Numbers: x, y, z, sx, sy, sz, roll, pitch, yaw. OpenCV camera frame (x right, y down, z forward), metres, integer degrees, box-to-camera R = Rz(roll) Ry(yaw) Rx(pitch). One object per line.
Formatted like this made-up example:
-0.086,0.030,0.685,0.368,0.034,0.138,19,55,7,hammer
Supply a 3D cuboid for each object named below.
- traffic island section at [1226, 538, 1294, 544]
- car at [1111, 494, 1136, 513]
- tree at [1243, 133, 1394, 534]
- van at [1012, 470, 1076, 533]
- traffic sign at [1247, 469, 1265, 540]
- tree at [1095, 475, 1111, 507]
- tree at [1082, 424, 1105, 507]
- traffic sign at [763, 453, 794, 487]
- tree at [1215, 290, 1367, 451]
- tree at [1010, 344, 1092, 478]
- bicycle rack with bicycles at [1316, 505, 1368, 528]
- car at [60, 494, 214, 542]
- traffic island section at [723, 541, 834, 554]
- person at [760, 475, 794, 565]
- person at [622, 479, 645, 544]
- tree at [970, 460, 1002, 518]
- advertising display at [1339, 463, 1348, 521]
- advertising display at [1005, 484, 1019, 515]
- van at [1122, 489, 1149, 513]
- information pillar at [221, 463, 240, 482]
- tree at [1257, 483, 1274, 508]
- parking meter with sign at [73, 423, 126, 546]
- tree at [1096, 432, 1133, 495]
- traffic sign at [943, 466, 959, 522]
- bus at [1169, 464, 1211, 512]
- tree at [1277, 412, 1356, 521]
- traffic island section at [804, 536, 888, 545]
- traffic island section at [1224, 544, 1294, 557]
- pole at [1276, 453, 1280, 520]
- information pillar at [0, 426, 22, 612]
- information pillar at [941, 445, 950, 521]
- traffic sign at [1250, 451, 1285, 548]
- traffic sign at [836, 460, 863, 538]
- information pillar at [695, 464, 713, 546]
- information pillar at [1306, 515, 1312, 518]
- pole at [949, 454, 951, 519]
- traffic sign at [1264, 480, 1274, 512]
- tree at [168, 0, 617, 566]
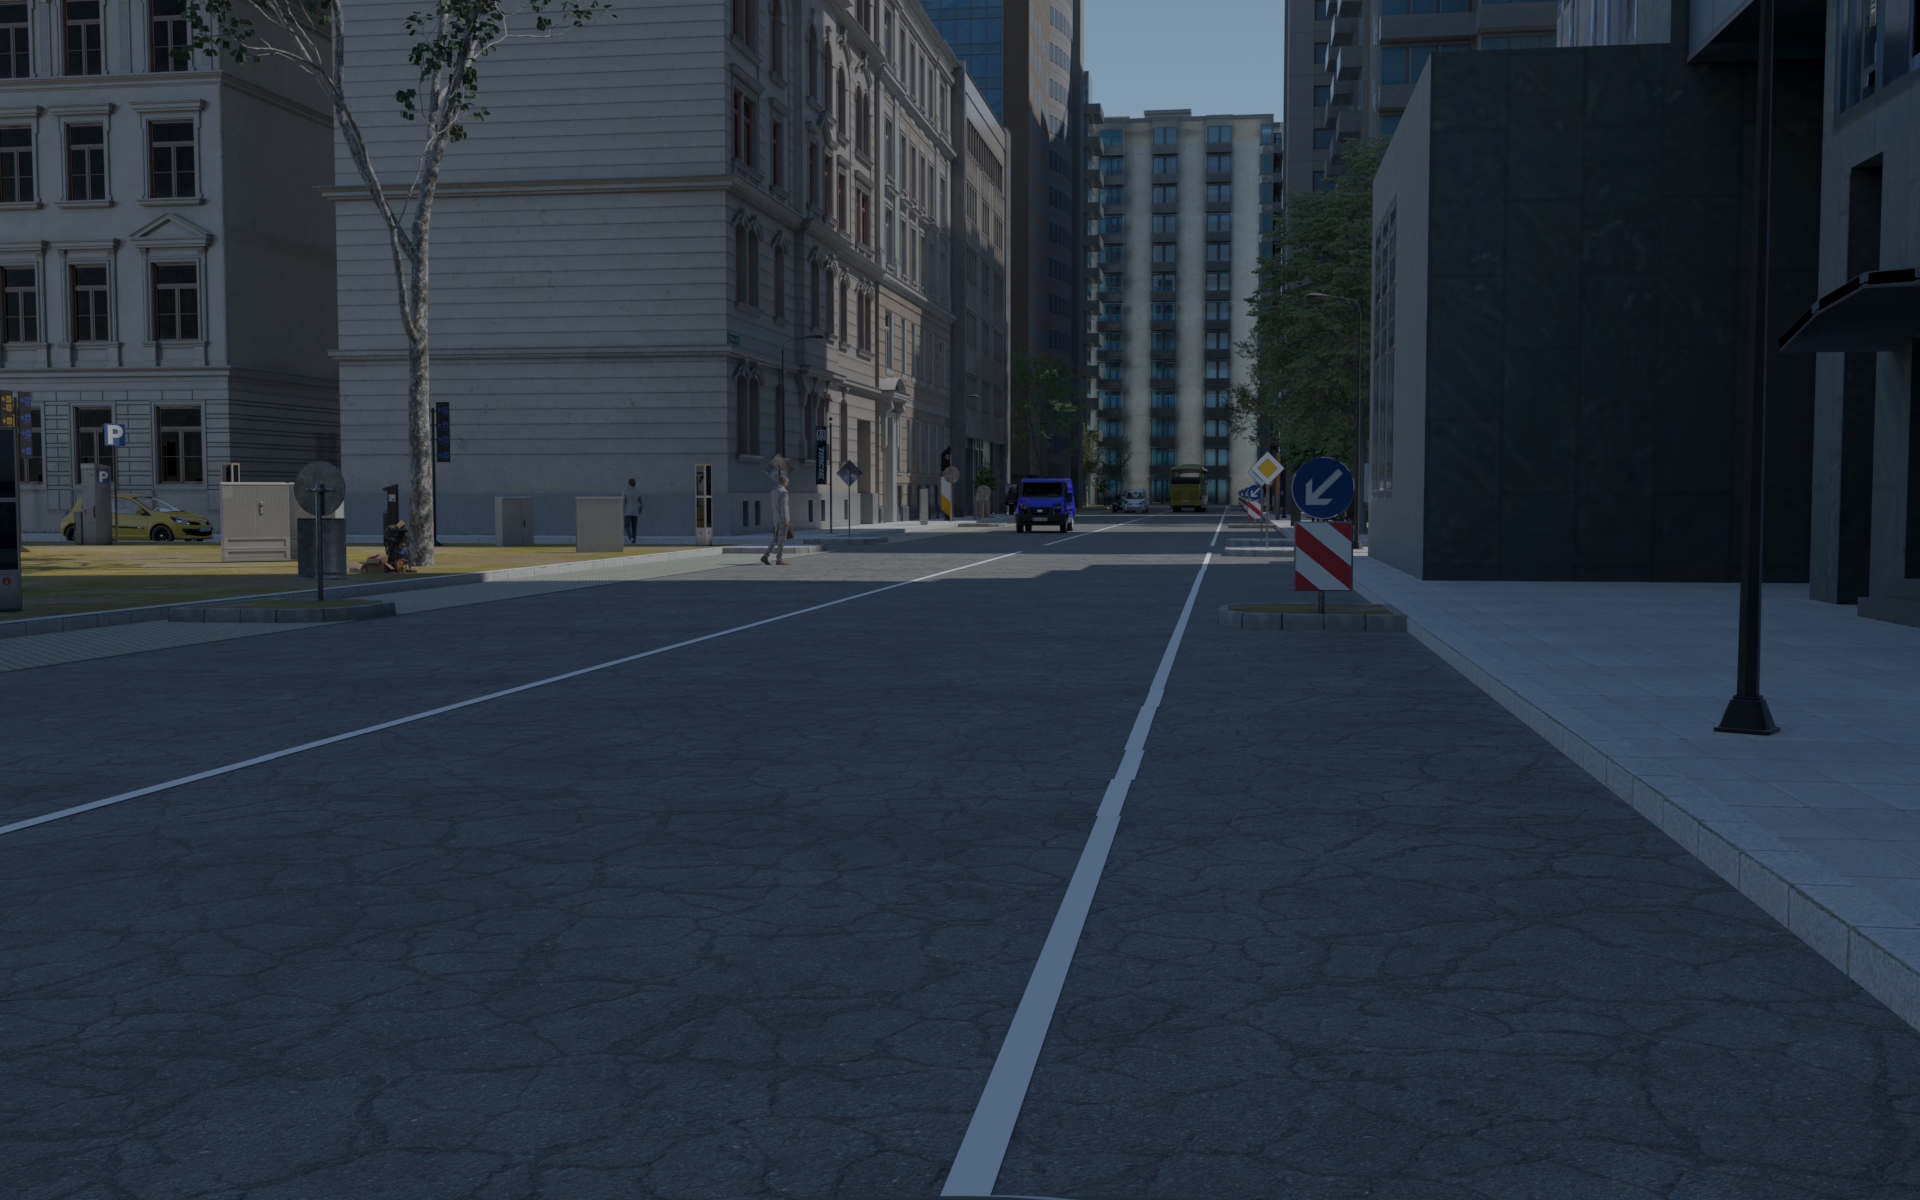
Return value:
8.496,-1.618,48.741,2.009,0.180,2.903,1,4,9,traffic island section
12.798,-7.658,134.994,2.009,1.686,4.222,1,4,8,car
12.693,-8.367,54.925,7.486,12.596,7.792,0,3,0,tree
3.236,-3.729,65.353,2.240,2.365,5.245,0,4,8,van
8.471,-2.754,48.667,0.795,2.450,0.064,1,4,9,traffic sign
14.672,-11.173,177.282,1.663,3.219,1.824,0,3,0,tree
12.470,-13.514,171.312,4.737,8.622,4.395,0,3,0,tree
-4.466,-2.385,42.630,0.795,2.450,0.064,1,4,9,traffic sign
15.269,-8.893,79.819,7.601,10.594,8.767,-1,4,-17,tree
5.591,-11.918,120.615,9.928,11.665,9.643,0,3,0,tree
13.395,-2.773,58.727,2.925,0.926,2.852,0,4,4,bicycle rack with bicycles
-22.968,-2.337,48.440,3.980,1.641,2.015,0,4,8,car
-4.490,-1.249,42.695,2.009,0.180,2.903,1,4,9,traffic island section
-3.615,-1.614,35.005,0.853,1.813,0.709,-3,4,-39,person
-8.640,-2.287,45.745,0.661,1.843,0.795,-2,4,-27,person
1.261,-6.055,93.608,1.663,3.219,1.824,0,3,0,tree
8.067,-1.911,36.466,0.123,1.923,0.974,1,4,15,advertising display
3.158,-6.167,106.050,0.974,1.923,0.123,3,4,38,advertising display
13.161,-7.491,129.481,2.013,2.044,4.112,1,4,10,van
-17.399,-2.254,41.339,0.304,2.012,0.304,1,4,10,information pillar
29.852,-10.872,172.364,1.663,3.219,1.824,0,3,0,tree
-21.651,-2.886,43.452,1.738,3.016,0.543,2,4,34,parking meter with sign
18.194,-15.388,201.948,4.360,8.622,3.978,0,3,0,tree
-0.404,-4.852,79.439,0.768,2.556,0.104,1,4,16,traffic sign
18.648,-9.112,140.534,2.896,3.916,12.252,1,4,11,bus
13.561,-4.972,65.005,4.285,4.588,4.351,0,3,0,tree
-3.252,-1.731,50.584,2.009,0.180,2.903,1,4,9,traffic island section
7.257,-1.136,40.852,2.009,0.180,2.903,1,4,9,traffic island section
15.759,-5.627,85.838,0.158,3.312,0.155,0,3,0,pole
-10.467,-0.881,18.897,0.304,2.012,0.304,-3,5,-44,information pillar
-0.679,-5.625,83.317,0.504,3.616,0.183,-2,4,-29,information pillar
7.232,-2.271,40.779,0.795,2.450,0.064,1,4,9,traffic sign
-3.227,-2.867,50.518,0.795,2.450,0.064,1,4,9,traffic sign
-6.286,-2.325,42.501,0.304,2.012,0.304,2,4,27,information pillar
18.517,-5.335,91.714,0.304,2.012,0.304,1,4,15,information pillar
-0.536,-5.793,88.558,0.158,3.312,0.155,0,3,0,pole
21.602,-7.409,121.244,0.768,2.556,0.104,1,4,13,traffic sign
-10.868,-10.709,30.987,12.611,20.169,13.585,0,3,0,tree
